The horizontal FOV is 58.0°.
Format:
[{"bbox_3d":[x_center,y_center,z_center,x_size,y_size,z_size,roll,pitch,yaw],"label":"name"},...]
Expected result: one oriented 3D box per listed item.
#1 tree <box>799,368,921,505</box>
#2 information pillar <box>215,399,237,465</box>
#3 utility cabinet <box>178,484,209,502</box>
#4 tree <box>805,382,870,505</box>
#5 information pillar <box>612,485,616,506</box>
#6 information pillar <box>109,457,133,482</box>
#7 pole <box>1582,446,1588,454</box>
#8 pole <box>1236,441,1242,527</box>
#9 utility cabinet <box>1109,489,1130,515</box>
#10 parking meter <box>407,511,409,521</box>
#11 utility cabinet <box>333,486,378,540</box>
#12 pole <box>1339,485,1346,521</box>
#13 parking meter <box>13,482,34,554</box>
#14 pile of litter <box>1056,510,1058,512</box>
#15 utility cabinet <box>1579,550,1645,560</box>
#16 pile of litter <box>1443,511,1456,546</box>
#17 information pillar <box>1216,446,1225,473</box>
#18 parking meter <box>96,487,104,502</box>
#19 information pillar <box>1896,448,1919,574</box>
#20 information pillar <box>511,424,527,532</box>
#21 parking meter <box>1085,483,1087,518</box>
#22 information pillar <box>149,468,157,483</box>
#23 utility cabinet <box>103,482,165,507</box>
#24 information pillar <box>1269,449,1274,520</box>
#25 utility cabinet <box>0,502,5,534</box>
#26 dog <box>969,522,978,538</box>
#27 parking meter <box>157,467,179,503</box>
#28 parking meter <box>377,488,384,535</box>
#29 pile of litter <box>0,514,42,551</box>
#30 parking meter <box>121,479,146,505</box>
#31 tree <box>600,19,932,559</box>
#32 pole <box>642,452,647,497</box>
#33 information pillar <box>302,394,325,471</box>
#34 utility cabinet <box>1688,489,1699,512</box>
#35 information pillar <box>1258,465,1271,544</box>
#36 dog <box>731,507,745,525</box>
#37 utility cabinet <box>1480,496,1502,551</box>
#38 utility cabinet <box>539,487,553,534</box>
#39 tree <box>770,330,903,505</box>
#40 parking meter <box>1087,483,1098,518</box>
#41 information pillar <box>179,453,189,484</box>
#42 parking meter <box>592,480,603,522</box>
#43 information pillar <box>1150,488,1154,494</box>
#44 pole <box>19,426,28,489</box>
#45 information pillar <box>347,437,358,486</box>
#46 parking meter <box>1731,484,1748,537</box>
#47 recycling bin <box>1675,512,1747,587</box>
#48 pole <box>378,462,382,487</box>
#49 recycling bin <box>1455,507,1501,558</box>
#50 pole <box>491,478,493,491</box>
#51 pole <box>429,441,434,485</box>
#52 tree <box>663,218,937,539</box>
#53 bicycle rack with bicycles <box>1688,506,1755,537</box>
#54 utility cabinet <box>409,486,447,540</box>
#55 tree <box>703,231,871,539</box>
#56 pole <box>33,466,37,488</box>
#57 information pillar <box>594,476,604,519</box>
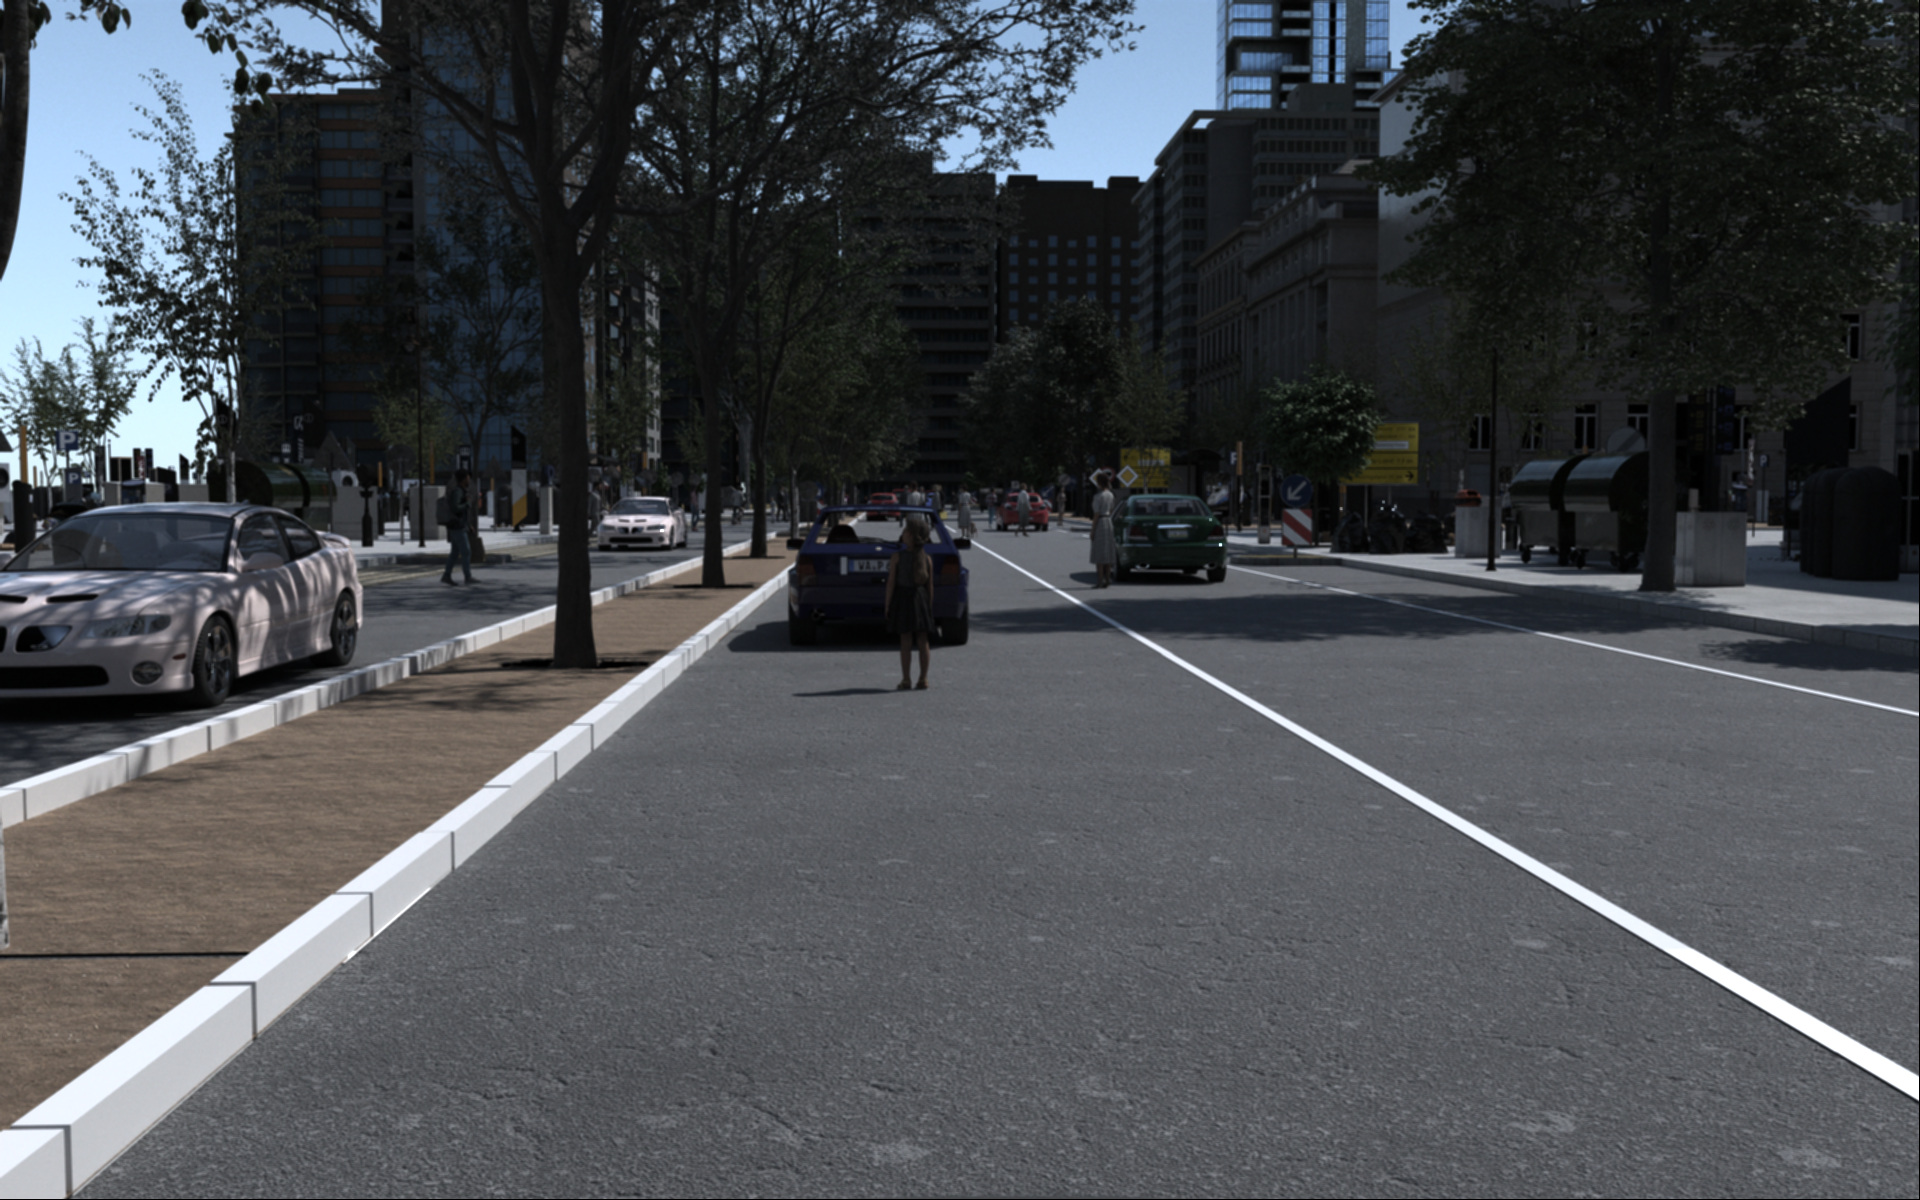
[{"bbox_3d":[-7.444,-12.162,118.312,9.611,12.733,9.660,0,3,0],"label":"tree"},{"bbox_3d":[-17.500,-3.057,41.335,0.504,3.616,0.183,-3,5,-43],"label":"information pillar"},{"bbox_3d":[-17.183,-1.818,38.411,0.318,1.500,1.173,3,5,43],"label":"utility cabinet"},{"bbox_3d":[-6.208,-8.483,91.508,4.360,8.622,3.978,0,3,0],"label":"tree"},{"bbox_3d":[-26.721,-7.894,133.551,0.304,2.012,0.304,-2,4,-30],"label":"information pillar"},{"bbox_3d":[-16.683,-1.835,34.487,0.304,2.012,0.304,2,4,28],"label":"information pillar"},{"bbox_3d":[26.373,-4.852,73.179,0.158,3.312,0.155,0,3,0],"label":"pole"},{"bbox_3d":[10.814,-4.484,67.160,0.158,3.312,0.155,0,3,0],"label":"pole"},{"bbox_3d":[7.296,-4.384,80.354,1.173,1.500,0.318,-1,4,-22],"label":"utility cabinet"},{"bbox_3d":[-26.268,-4.714,82.787,0.255,1.863,0.399,-2,4,-26],"label":"parking meter"},{"bbox_3d":[-16.792,-2.411,48.101,1.173,1.500,0.318,-1,4,-19],"label":"utility cabinet"},{"bbox_3d":[11.468,-3.550,51.885,0.158,3.312,0.155,0,3,0],"label":"pole"},{"bbox_3d":[-20.232,-1.774,37.414,0.372,1.533,0.369,0,3,0],"label":"parking meter"},{"bbox_3d":[6.440,-6.860,126.129,1.176,0.858,1.719,-2,4,-28],"label":"pile of litter"},{"bbox_3d":[12.489,-1.499,33.187,1.173,1.500,0.318,0,4,6],"label":"utility cabinet"},{"bbox_3d":[12.087,-1.775,42.992,1.176,0.858,1.719,-1,4,-21],"label":"pile of litter"},{"bbox_3d":[12.727,-5.702,84.574,0.504,3.616,0.183,-2,4,-31],"label":"information pillar"},{"bbox_3d":[-45.552,-5.259,91.702,0.255,1.863,0.399,-1,4,-17],"label":"parking meter"},{"bbox_3d":[15.347,-1.438,28.002,0.304,2.012,0.304,-1,4,-15],"label":"information pillar"},{"bbox_3d":[-14.761,-4.071,57.921,0.504,3.616,0.183,-1,4,-15],"label":"information pillar"},{"bbox_3d":[6.822,-5.300,92.366,0.255,1.863,0.399,-1,4,-13],"label":"parking meter"},{"bbox_3d":[-22.798,-2.736,49.221,0.304,2.012,0.304,2,4,27],"label":"information pillar"},{"bbox_3d":[-14.869,-1.381,31.255,0.318,1.500,1.173,1,4,16],"label":"utility cabinet"},{"bbox_3d":[15.157,-5.687,84.338,0.183,3.616,0.504,2,4,27],"label":"information pillar"},{"bbox_3d":[-30.355,-2.808,54.594,0.318,1.500,1.173,-2,4,-24],"label":"utility cabinet"},{"bbox_3d":[0.441,-2.314,57.120,0.406,0.507,0.540,-2,4,-25],"label":"dog"},{"bbox_3d":[-16.883,-1.910,36.947,0.399,1.863,0.255,-1,4,-19],"label":"parking meter"},{"bbox_3d":[-18.123,-2.782,53.904,0.372,1.533,0.369,0,3,0],"label":"parking meter"},{"bbox_3d":[-21.398,-1.562,39.509,1.719,0.858,1.176,1,4,19],"label":"pile of litter"},{"bbox_3d":[-13.673,-1.239,28.677,0.372,1.533,0.369,0,3,0],"label":"parking meter"},{"bbox_3d":[-4.349,-6.714,37.981,9.928,11.665,9.643,0,3,0],"label":"tree"},{"bbox_3d":[-15.320,-5.520,84.098,0.158,3.312,0.155,0,3,0],"label":"pole"},{"bbox_3d":[-15.148,-3.012,40.601,0.504,3.616,0.183,-1,4,-9],"label":"information pillar"},{"bbox_3d":[30.290,-3.852,71.656,0.318,1.500,1.173,1,4,13],"label":"utility cabinet"},{"bbox_3d":[7.834,-2.452,44.588,0.304,2.012,0.304,0,4,4],"label":"information pillar"},{"bbox_3d":[-10.402,-3.864,80.009,0.800,0.831,0.513,1,4,10],"label":"dog"},{"bbox_3d":[12.158,-1.742,39.643,0.306,1.237,1.020,0,4,8],"label":"utility cabinet"},{"bbox_3d":[-13.198,-2.844,55.174,0.318,1.500,1.173,0,4,-8],"label":"utility cabinet"},{"bbox_3d":[-6.866,-10.813,97.378,7.486,12.596,7.792,0,3,0],"label":"tree"},{"bbox_3d":[6.822,-5.052,88.310,0.399,1.863,0.255,0,4,7],"label":"parking meter"},{"bbox_3d":[-44.167,-6.561,98.632,0.504,3.616,0.183,-1,4,-20],"label":"information pillar"},{"bbox_3d":[-14.730,-3.959,70.434,0.399,1.863,0.255,1,4,10],"label":"parking meter"},{"bbox_3d":[12.679,-6.763,115.068,0.304,2.012,0.304,3,4,36],"label":"information pillar"},{"bbox_3d":[-27.973,-3.543,51.772,0.158,3.312,0.155,0,3,0],"label":"pole"},{"bbox_3d":[-24.990,-4.886,71.236,0.504,3.616,0.183,2,4,24],"label":"information pillar"},{"bbox_3d":[19.877,-2.188,44.181,0.372,1.533,0.369,0,3,0],"label":"parking meter"},{"bbox_3d":[10.539,-0.720,24.323,0.722,1.027,0.722,0,4,0],"label":"recycling bin"},{"bbox_3d":[-36.770,-7.095,109.840,0.158,3.312,0.155,0,3,0],"label":"pole"},{"bbox_3d":[10.445,-1.369,34.931,0.722,1.027,0.722,0,4,-2],"label":"recycling bin"},{"bbox_3d":[-33.147,-7.886,122.785,0.158,3.312,0.155,0,3,0],"label":"pole"},{"bbox_3d":[-20.177,-4.427,66.222,0.158,3.312,0.155,0,3,0],"label":"pole"},{"bbox_3d":[-5.066,-7.125,53.356,8.767,10.594,7.601,0,4,-2],"label":"tree"},{"bbox_3d":[22.217,-2.322,51.352,2.852,0.926,2.925,3,4,37],"label":"bicycle rack with bicycles"},{"bbox_3d":[-14.718,-2.399,47.895,1.173,1.500,0.318,2,4,32],"label":"utility cabinet"},{"bbox_3d":[-4.461,-5.771,47.177,4.737,8.622,4.395,0,3,0],"label":"tree"},{"bbox_3d":[-67.295,-8.088,126.075,0.158,3.312,0.155,0,3,0],"label":"pole"},{"bbox_3d":[-14.828,-4.077,71.152,0.304,2.012,0.304,-3,5,-45],"label":"information pillar"}]
